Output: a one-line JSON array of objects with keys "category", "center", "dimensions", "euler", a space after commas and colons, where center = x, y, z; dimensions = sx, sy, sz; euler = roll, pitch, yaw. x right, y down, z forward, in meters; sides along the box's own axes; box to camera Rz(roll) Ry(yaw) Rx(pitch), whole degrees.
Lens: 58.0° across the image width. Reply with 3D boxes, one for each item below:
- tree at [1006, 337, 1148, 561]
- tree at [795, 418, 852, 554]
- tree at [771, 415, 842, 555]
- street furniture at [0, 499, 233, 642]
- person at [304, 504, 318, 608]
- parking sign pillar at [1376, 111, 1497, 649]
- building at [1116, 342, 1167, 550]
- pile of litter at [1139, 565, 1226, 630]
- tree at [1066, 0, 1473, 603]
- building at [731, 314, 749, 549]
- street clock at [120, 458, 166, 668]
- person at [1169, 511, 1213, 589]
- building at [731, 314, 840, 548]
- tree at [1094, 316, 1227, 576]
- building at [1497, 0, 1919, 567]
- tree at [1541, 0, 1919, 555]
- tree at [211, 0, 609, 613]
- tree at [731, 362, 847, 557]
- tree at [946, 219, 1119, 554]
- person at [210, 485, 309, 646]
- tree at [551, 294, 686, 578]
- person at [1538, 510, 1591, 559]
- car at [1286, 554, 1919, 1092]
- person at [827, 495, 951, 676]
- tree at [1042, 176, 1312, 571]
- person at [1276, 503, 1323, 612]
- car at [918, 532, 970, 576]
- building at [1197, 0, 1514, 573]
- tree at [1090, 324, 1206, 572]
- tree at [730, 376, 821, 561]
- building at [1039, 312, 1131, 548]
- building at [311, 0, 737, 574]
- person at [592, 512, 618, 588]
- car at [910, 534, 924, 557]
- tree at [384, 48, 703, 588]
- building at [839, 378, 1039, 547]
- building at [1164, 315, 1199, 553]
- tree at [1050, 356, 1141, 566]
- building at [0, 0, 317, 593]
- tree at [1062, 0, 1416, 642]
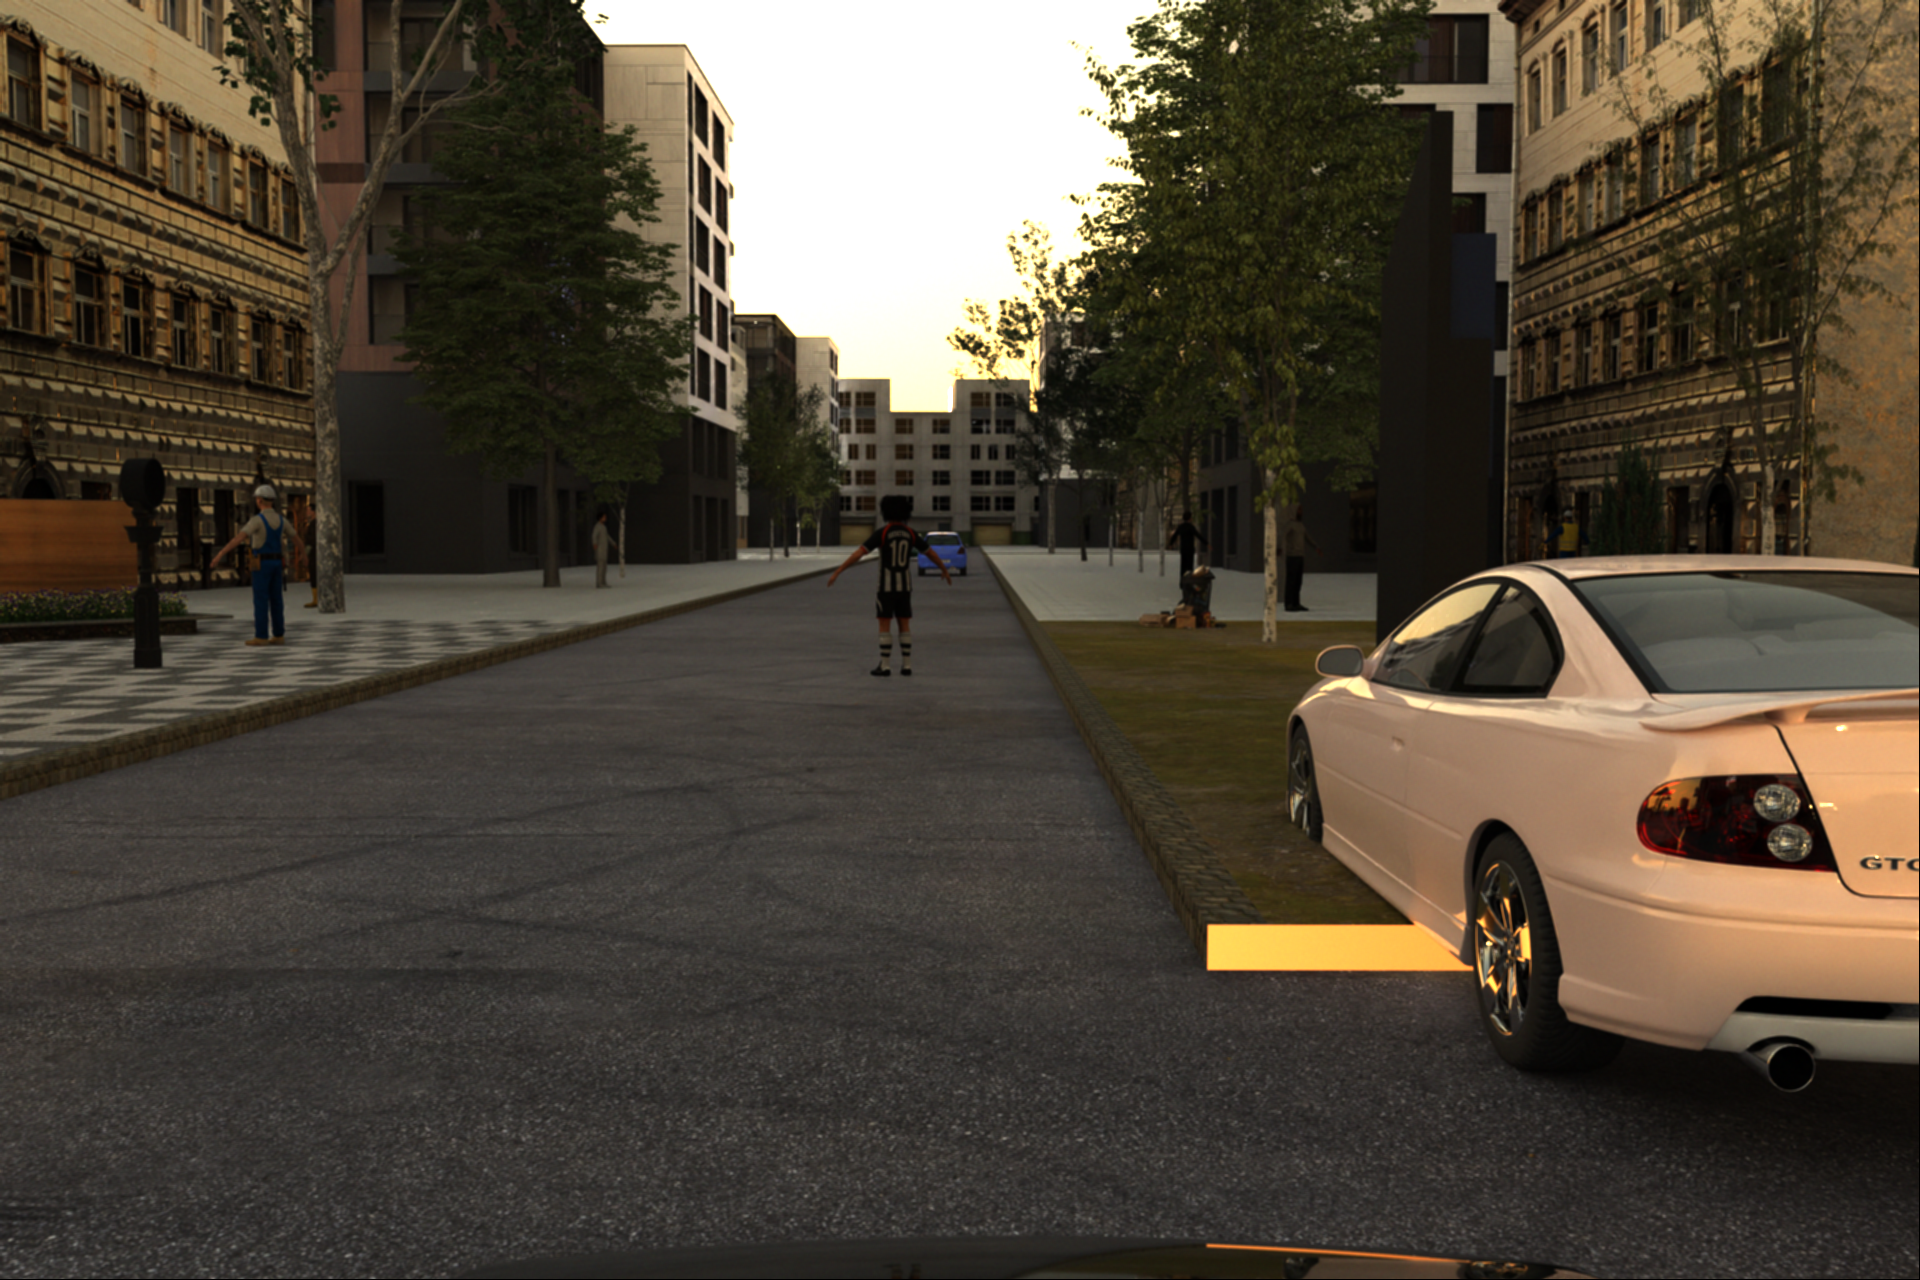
[{"category": "tree", "center": [5.619, -9.069, 82.683], "dimensions": [7.601, 10.594, 8.767], "euler": [1, 4, 12]}, {"category": "tree", "center": [-9.022, -9.793, 110.484], "dimensions": [4.737, 8.622, 4.395], "euler": [0, 3, 0]}, {"category": "tree", "center": [-9.476, -9.394, 103.959], "dimensions": [4.737, 8.622, 4.395], "euler": [0, 3, 0]}, {"category": "street furniture", "center": [-14.449, -0.850, 20.748], "dimensions": [11.010, 1.723, 9.812], "euler": [3, 4, 36]}, {"category": "person", "center": [-11.307, -1.475, 30.257], "dimensions": [0.704, 1.812, 1.346], "euler": [-1, 4, -17]}, {"category": "parking sign pillar", "center": [3.207, -1.425, 11.779], "dimensions": [1.447, 3.967, 1.447], "euler": [0, 4, 0]}, {"category": "building", "center": [23.402, -19.338, 147.105], "dimensions": [19.493, 23.208, 18.063], "euler": [0, 4, 0]}, {"category": "pile of litter", "center": [3.078, -0.616, 24.044], "dimensions": [1.176, 0.858, 1.719], "euler": [0, 4, -2]}, {"category": "tree", "center": [5.884, -7.000, 32.579], "dimensions": [7.486, 12.596, 7.792], "euler": [0, 3, 0]}, {"category": "building", "center": [-24.623, -17.757, 146.744], "dimensions": [16.016, 20.090, 11.380], "euler": [0, 4, 1]}, {"category": "street clock", "center": [-7.800, -0.735, 16.583], "dimensions": [0.358, 2.002, 0.471], "euler": [0, 3, 0]}, {"category": "person", "center": [5.311, -2.087, 40.302], "dimensions": [0.705, 1.806, 1.347], "euler": [-3, 4, -38]}, {"category": "building", "center": [-27.454, -20.384, 177.244], "dimensions": [27.936, 21.610, 32.646], "euler": [0, 4, 1]}, {"category": "tree", "center": [6.090, -6.217, 52.017], "dimensions": [4.737, 8.622, 4.395], "euler": [0, 3, 0]}, {"category": "building", "center": [25.061, -12.829, 40.688], "dimensions": [19.493, 23.208, 18.063], "euler": [0, 4, 0]}, {"category": "tree", "center": [9.517, -4.246, 19.786], "dimensions": [4.360, 8.622, 3.978], "euler": [0, 3, 0]}, {"category": "tree", "center": [-9.039, -10.447, 26.694], "dimensions": [12.611, 20.169, 13.585], "euler": [0, 3, 0]}, {"category": "tree", "center": [-9.837, -9.805, 94.728], "dimensions": [7.601, 10.594, 8.767], "euler": [-2, 4, -25]}, {"category": "tree", "center": [4.459, -15.378, 107.319], "dimensions": [12.611, 20.169, 13.585], "euler": [0, 3, 0]}, {"category": "person", "center": [-8.030, -0.866, 20.023], "dimensions": [0.705, 1.847, 1.347], "euler": [2, 4, 28]}, {"category": "tree", "center": [-9.926, -6.131, 50.608], "dimensions": [4.360, 8.622, 3.978], "euler": [0, 3, 0]}, {"category": "person", "center": [14.217, -2.115, 40.551], "dimensions": [1.349, 1.833, 0.705], "euler": [-1, 4, -8]}, {"category": "car", "center": [2.381, 0.389, 6.004], "dimensions": [2.083, 1.381, 4.827], "euler": [0, 3, 0]}, {"category": "person", "center": [-0.676, -0.546, 17.532], "dimensions": [1.345, 1.843, 0.704], "euler": [-2, 4, -24]}, {"category": "tree", "center": [5.617, -6.738, 44.572], "dimensions": [7.601, 10.594, 8.767], "euler": [0, 4, -5]}, {"category": "person", "center": [5.588, -1.385, 28.779], "dimensions": [0.705, 1.813, 1.348], "euler": [3, 5, 43]}, {"category": "car", "center": [-0.613, -3.113, 60.486], "dimensions": [1.945, 1.707, 3.694], "euler": [0, 4, -1]}, {"category": "building", "center": [23.617, -13.949, 72.044], "dimensions": [27.936, 21.610, 32.646], "euler": [0, 4, 1]}, {"category": "tree", "center": [5.963, -6.574, 57.854], "dimensions": [4.360, 8.622, 3.978], "euler": [0, 3, 0]}, {"category": "tree", "center": [-8.657, -8.030, 81.658], "dimensions": [4.737, 8.622, 4.395], "euler": [0, 3, 0]}, {"category": "building", "center": [21.834, -20.308, 176.004], "dimensions": [27.936, 21.610, 32.646], "euler": [0, 4, 0]}, {"category": "building", "center": [-25.392, -13.867, 70.693], "dimensions": [27.936, 21.610, 32.646], "euler": [0, 4, 1]}, {"category": "person", "center": [-8.486, -2.139, 41.166], "dimensions": [0.705, 1.806, 1.347], "euler": [1, 4, 10]}, {"category": "car", "center": [-2.715, -5.041, 94.211], "dimensions": [2.131, 1.459, 4.920], "euler": [0, 4, 1]}, {"category": "tree", "center": [-10.273, -7.551, 41.581], "dimensions": [7.486, 12.596, 7.792], "euler": [0, 3, 0]}, {"category": "building", "center": [-0.888, -20.475, 203.672], "dimensions": [31.486, 18.905, 16.747], "euler": [0, 4, -3]}, {"category": "building", "center": [25.526, -18.187, 128.289], "dimensions": [19.493, 23.208, 18.063], "euler": [0, 4, 0]}, {"category": "tree", "center": [6.088, -7.243, 68.779], "dimensions": [4.360, 8.622, 3.978], "euler": [0, 3, 0]}, {"category": "building", "center": [-26.559, -12.626, 37.366], "dimensions": [19.493, 23.208, 18.063], "euler": [0, 4, 0]}, {"category": "tree", "center": [3.461, -4.277, 20.294], "dimensions": [4.737, 8.622, 4.395], "euler": [0, 3, 0]}]
